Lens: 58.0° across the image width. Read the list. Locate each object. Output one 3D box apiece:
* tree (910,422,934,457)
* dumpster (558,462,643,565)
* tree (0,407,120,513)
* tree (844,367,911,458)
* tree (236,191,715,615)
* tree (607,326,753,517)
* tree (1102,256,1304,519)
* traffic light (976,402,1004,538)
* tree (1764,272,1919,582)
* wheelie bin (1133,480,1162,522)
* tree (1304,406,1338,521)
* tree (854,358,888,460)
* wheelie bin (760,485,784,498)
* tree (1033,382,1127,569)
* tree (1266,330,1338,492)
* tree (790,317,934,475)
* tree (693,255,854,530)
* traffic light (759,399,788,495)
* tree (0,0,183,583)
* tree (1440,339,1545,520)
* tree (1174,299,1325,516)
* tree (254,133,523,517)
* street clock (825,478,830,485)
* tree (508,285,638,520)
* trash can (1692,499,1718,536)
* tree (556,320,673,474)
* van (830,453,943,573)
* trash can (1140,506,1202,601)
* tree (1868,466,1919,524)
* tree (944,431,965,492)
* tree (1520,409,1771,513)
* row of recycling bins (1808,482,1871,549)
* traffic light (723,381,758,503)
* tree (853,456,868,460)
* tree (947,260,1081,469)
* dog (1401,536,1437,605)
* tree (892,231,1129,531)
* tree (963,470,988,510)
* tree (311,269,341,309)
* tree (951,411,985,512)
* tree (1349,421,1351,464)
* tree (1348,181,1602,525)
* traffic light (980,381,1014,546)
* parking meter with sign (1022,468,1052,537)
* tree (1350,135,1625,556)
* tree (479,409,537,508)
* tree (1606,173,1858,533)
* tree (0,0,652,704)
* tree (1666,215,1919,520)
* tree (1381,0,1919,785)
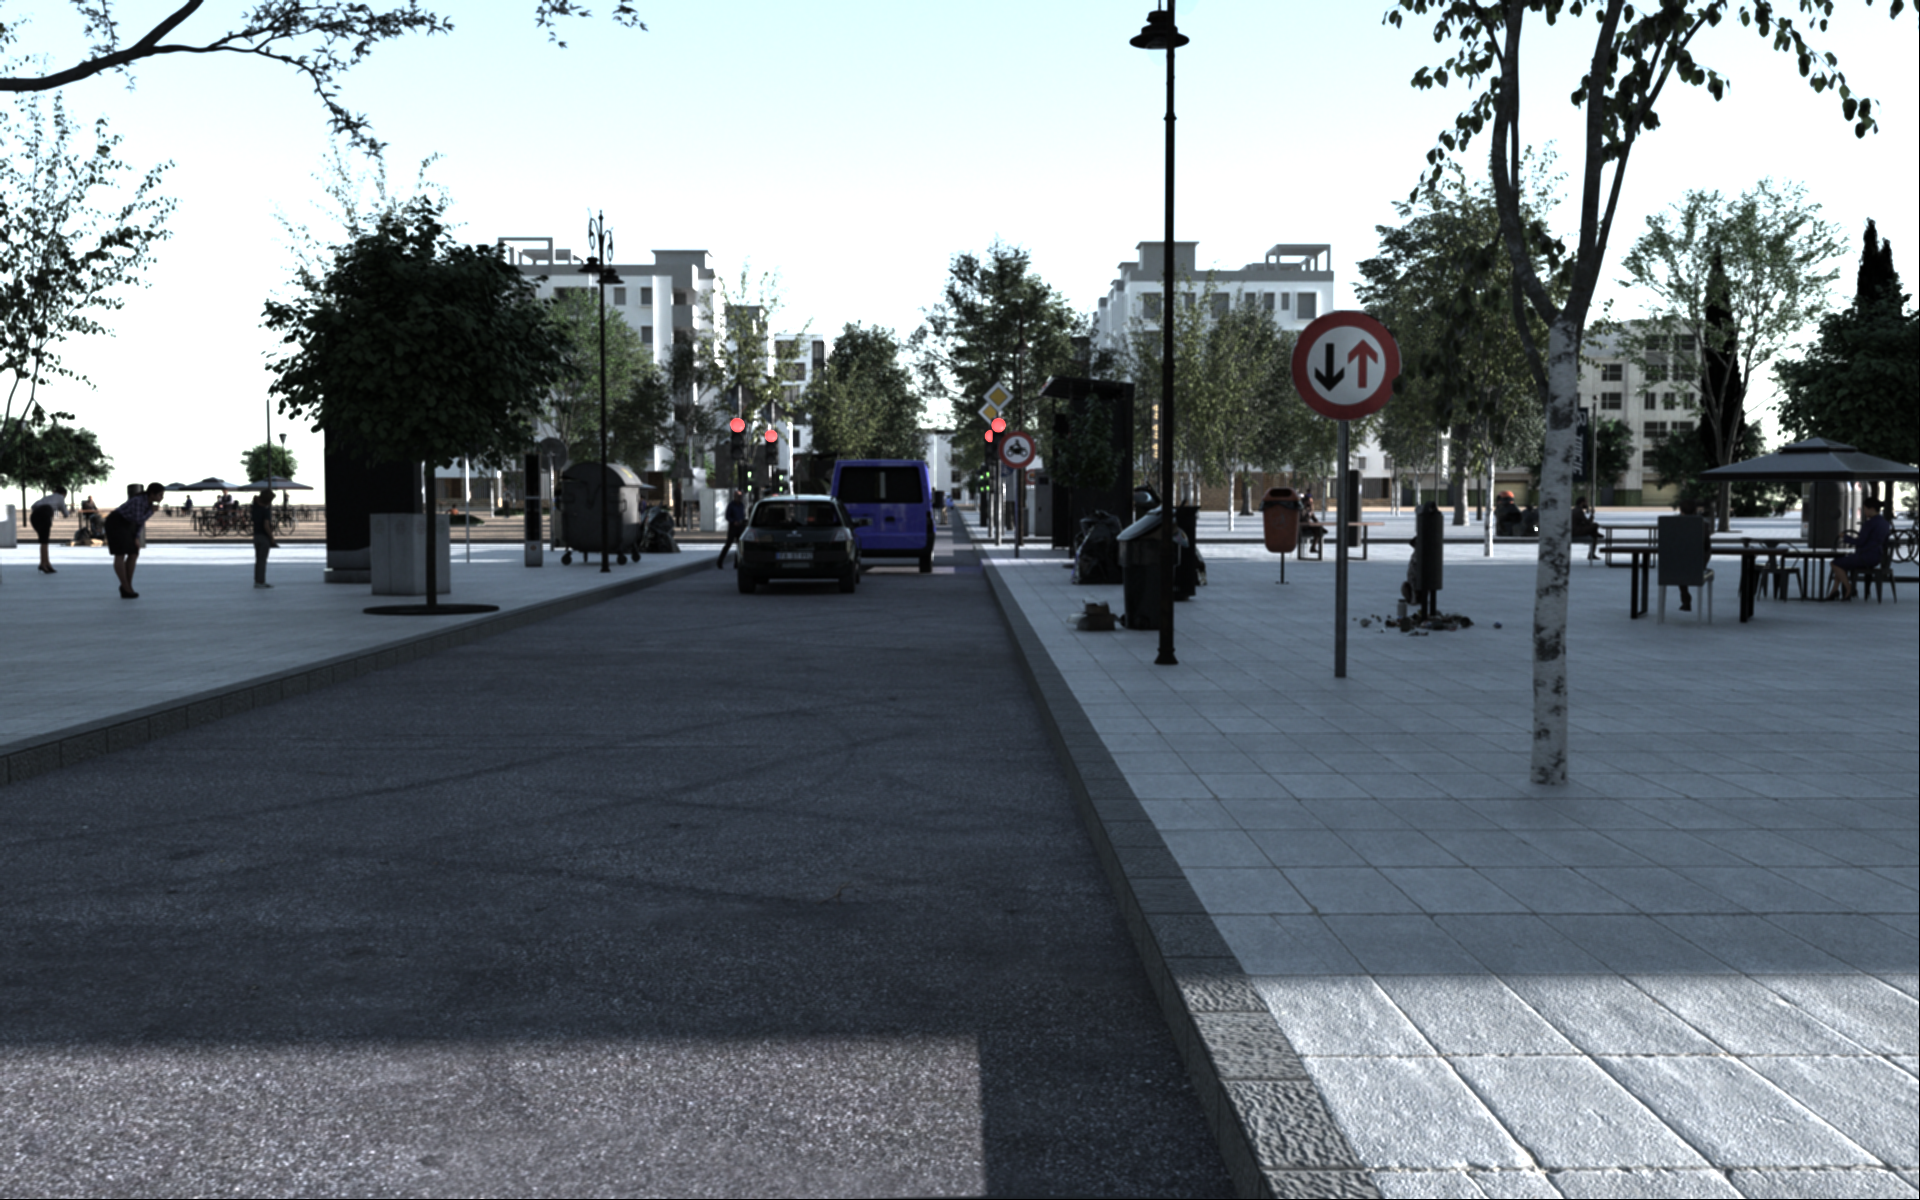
[{"bbox_3d":[-7.784,-16.719,183.727,12.009,13.543,11.850,0,3,0],"label":"tree"},{"bbox_3d":[-6.618,-1.599,31.910,1.264,1.857,1.865,0,4,0],"label":"dumpster"},{"bbox_3d":[-61.785,-9.108,111.814,11.467,7.101,20.602,-1,4,-17],"label":"tree"},{"bbox_3d":[-6.968,-13.046,131.428,7.486,12.596,7.792,0,3,0],"label":"tree"},{"bbox_3d":[-5.730,-2.148,18.842,4.285,4.588,4.351,0,3,0],"label":"tree"},{"bbox_3d":[-15.739,-9.930,96.768,8.767,10.594,7.601,-3,5,-44],"label":"tree"},{"bbox_3d":[7.429,-6.331,53.873,4.737,8.622,4.395,0,3,0],"label":"tree"},{"bbox_3d":[0.888,-3.803,51.096,0.839,4.253,0.868,0,4,0],"label":"traffic light"},{"bbox_3d":[13.785,-2.563,25.625,4.285,4.588,4.351,0,3,0],"label":"tree"},{"bbox_3d":[4.251,-1.918,39.264,0.693,1.594,0.980,0,4,8],"label":"wheelie bin"},{"bbox_3d":[17.233,-8.055,82.054,4.737,8.622,4.395,0,3,0],"label":"tree"},{"bbox_3d":[-6.146,-8.684,92.342,4.737,8.622,4.395,0,3,0],"label":"tree"},{"bbox_3d":[-6.216,-3.042,57.645,0.980,1.594,0.693,2,4,34],"label":"wheelie bin"},{"bbox_3d":[2.375,-2.173,30.135,1.663,3.219,1.824,0,3,0],"label":"tree"},{"bbox_3d":[22.925,-12.364,120.281,7.486,12.596,7.792,0,3,0],"label":"tree"},{"bbox_3d":[-6.253,-11.923,111.951,9.611,12.733,9.660,0,3,0],"label":"tree"},{"bbox_3d":[-6.558,-6.367,54.466,4.737,8.622,4.395,0,3,0],"label":"tree"},{"bbox_3d":[-5.513,-3.800,51.045,0.839,4.253,0.868,0,4,0],"label":"traffic light"},{"bbox_3d":[-13.627,-4.537,24.545,4.360,8.622,3.978,0,3,0],"label":"tree"},{"bbox_3d":[25.593,-9.184,84.577,8.767,10.594,7.601,2,4,33],"label":"tree"},{"bbox_3d":[17.016,-11.346,102.514,9.611,12.733,9.660,0,3,0],"label":"tree"},{"bbox_3d":[-11.783,-5.188,35.182,4.360,8.622,3.978,0,3,0],"label":"tree"},{"bbox_3d":[-5.994,-4.404,76.578,0.471,2.002,0.358,-2,4,-31],"label":"street clock"},{"bbox_3d":[-19.639,-9.757,85.284,9.928,11.665,9.643,0,3,0],"label":"tree"},{"bbox_3d":[22.759,-2.526,52.948,0.748,1.137,0.748,0,3,0],"label":"trash can"},{"bbox_3d":[-22.143,-11.874,112.260,7.486,12.596,7.792,0,3,0],"label":"tree"},{"bbox_3d":[-1.443,-1.756,33.091,2.240,2.365,5.245,0,4,-1],"label":"van"},{"bbox_3d":[2.539,-0.565,20.889,0.748,1.137,0.748,0,3,0],"label":"trash can"},{"bbox_3d":[46.195,-6.421,67.897,20.602,7.101,11.467,2,4,25],"label":"tree"},{"bbox_3d":[0.570,-15.122,197.604,4.360,8.622,3.978,0,3,0],"label":"tree"},{"bbox_3d":[44.485,-9.208,113.464,11.467,7.101,20.602,-3,5,-40],"label":"tree"},{"bbox_3d":[21.250,-2.128,41.902,1.069,1.692,3.534,3,4,37],"label":"row of recycling bins"},{"bbox_3d":[-5.469,-3.311,43.060,0.839,4.253,0.868,0,4,0],"label":"traffic light"},{"bbox_3d":[-6.513,-8.587,124.115,4.285,4.588,4.351,0,3,0],"label":"tree"},{"bbox_3d":[2.746,-10.072,82.800,7.486,12.596,7.792,0,3,0],"label":"tree"},{"bbox_3d":[5.425,-0.357,20.219,0.513,0.831,0.800,3,5,44],"label":"dog"},{"bbox_3d":[1.785,-7.741,60.971,8.767,10.594,7.601,0,3,0],"label":"tree"},{"bbox_3d":[1.110,-8.816,138.739,1.663,3.219,1.824,0,3,0],"label":"tree"},{"bbox_3d":[-19.424,-6.524,57.035,4.737,8.622,4.395,0,3,0],"label":"tree"},{"bbox_3d":[1.343,-10.582,123.383,4.737,8.622,4.395,0,3,0],"label":"tree"},{"bbox_3d":[15.591,-6.623,58.641,4.737,8.622,4.395,0,3,0],"label":"tree"},{"bbox_3d":[20.678,-10.034,70.703,9.857,13.997,8.962,0,3,0],"label":"tree"},{"bbox_3d":[0.932,-3.314,43.111,0.839,4.253,0.868,0,4,0],"label":"traffic light"},{"bbox_3d":[2.575,-3.404,51.912,1.738,3.016,0.543,0,4,5],"label":"parking meter with sign"},{"bbox_3d":[11.136,-5.211,35.568,4.737,8.622,4.395,0,3,0],"label":"tree"},{"bbox_3d":[-29.408,-9.960,113.208,4.737,8.622,4.395,0,3,0],"label":"tree"},{"bbox_3d":[25.495,-8.061,57.555,9.928,11.665,9.643,0,3,0],"label":"tree"},{"bbox_3d":[-6.428,-6.086,9.878,12.009,13.543,11.850,0,3,0],"label":"tree"},{"bbox_3d":[44.638,-11.473,89.396,13.155,14.587,18.604,-3,5,-44],"label":"tree"},{"bbox_3d":[2.836,-3.499,7.570,4.360,8.622,3.978,0,3,0],"label":"tree"}]
